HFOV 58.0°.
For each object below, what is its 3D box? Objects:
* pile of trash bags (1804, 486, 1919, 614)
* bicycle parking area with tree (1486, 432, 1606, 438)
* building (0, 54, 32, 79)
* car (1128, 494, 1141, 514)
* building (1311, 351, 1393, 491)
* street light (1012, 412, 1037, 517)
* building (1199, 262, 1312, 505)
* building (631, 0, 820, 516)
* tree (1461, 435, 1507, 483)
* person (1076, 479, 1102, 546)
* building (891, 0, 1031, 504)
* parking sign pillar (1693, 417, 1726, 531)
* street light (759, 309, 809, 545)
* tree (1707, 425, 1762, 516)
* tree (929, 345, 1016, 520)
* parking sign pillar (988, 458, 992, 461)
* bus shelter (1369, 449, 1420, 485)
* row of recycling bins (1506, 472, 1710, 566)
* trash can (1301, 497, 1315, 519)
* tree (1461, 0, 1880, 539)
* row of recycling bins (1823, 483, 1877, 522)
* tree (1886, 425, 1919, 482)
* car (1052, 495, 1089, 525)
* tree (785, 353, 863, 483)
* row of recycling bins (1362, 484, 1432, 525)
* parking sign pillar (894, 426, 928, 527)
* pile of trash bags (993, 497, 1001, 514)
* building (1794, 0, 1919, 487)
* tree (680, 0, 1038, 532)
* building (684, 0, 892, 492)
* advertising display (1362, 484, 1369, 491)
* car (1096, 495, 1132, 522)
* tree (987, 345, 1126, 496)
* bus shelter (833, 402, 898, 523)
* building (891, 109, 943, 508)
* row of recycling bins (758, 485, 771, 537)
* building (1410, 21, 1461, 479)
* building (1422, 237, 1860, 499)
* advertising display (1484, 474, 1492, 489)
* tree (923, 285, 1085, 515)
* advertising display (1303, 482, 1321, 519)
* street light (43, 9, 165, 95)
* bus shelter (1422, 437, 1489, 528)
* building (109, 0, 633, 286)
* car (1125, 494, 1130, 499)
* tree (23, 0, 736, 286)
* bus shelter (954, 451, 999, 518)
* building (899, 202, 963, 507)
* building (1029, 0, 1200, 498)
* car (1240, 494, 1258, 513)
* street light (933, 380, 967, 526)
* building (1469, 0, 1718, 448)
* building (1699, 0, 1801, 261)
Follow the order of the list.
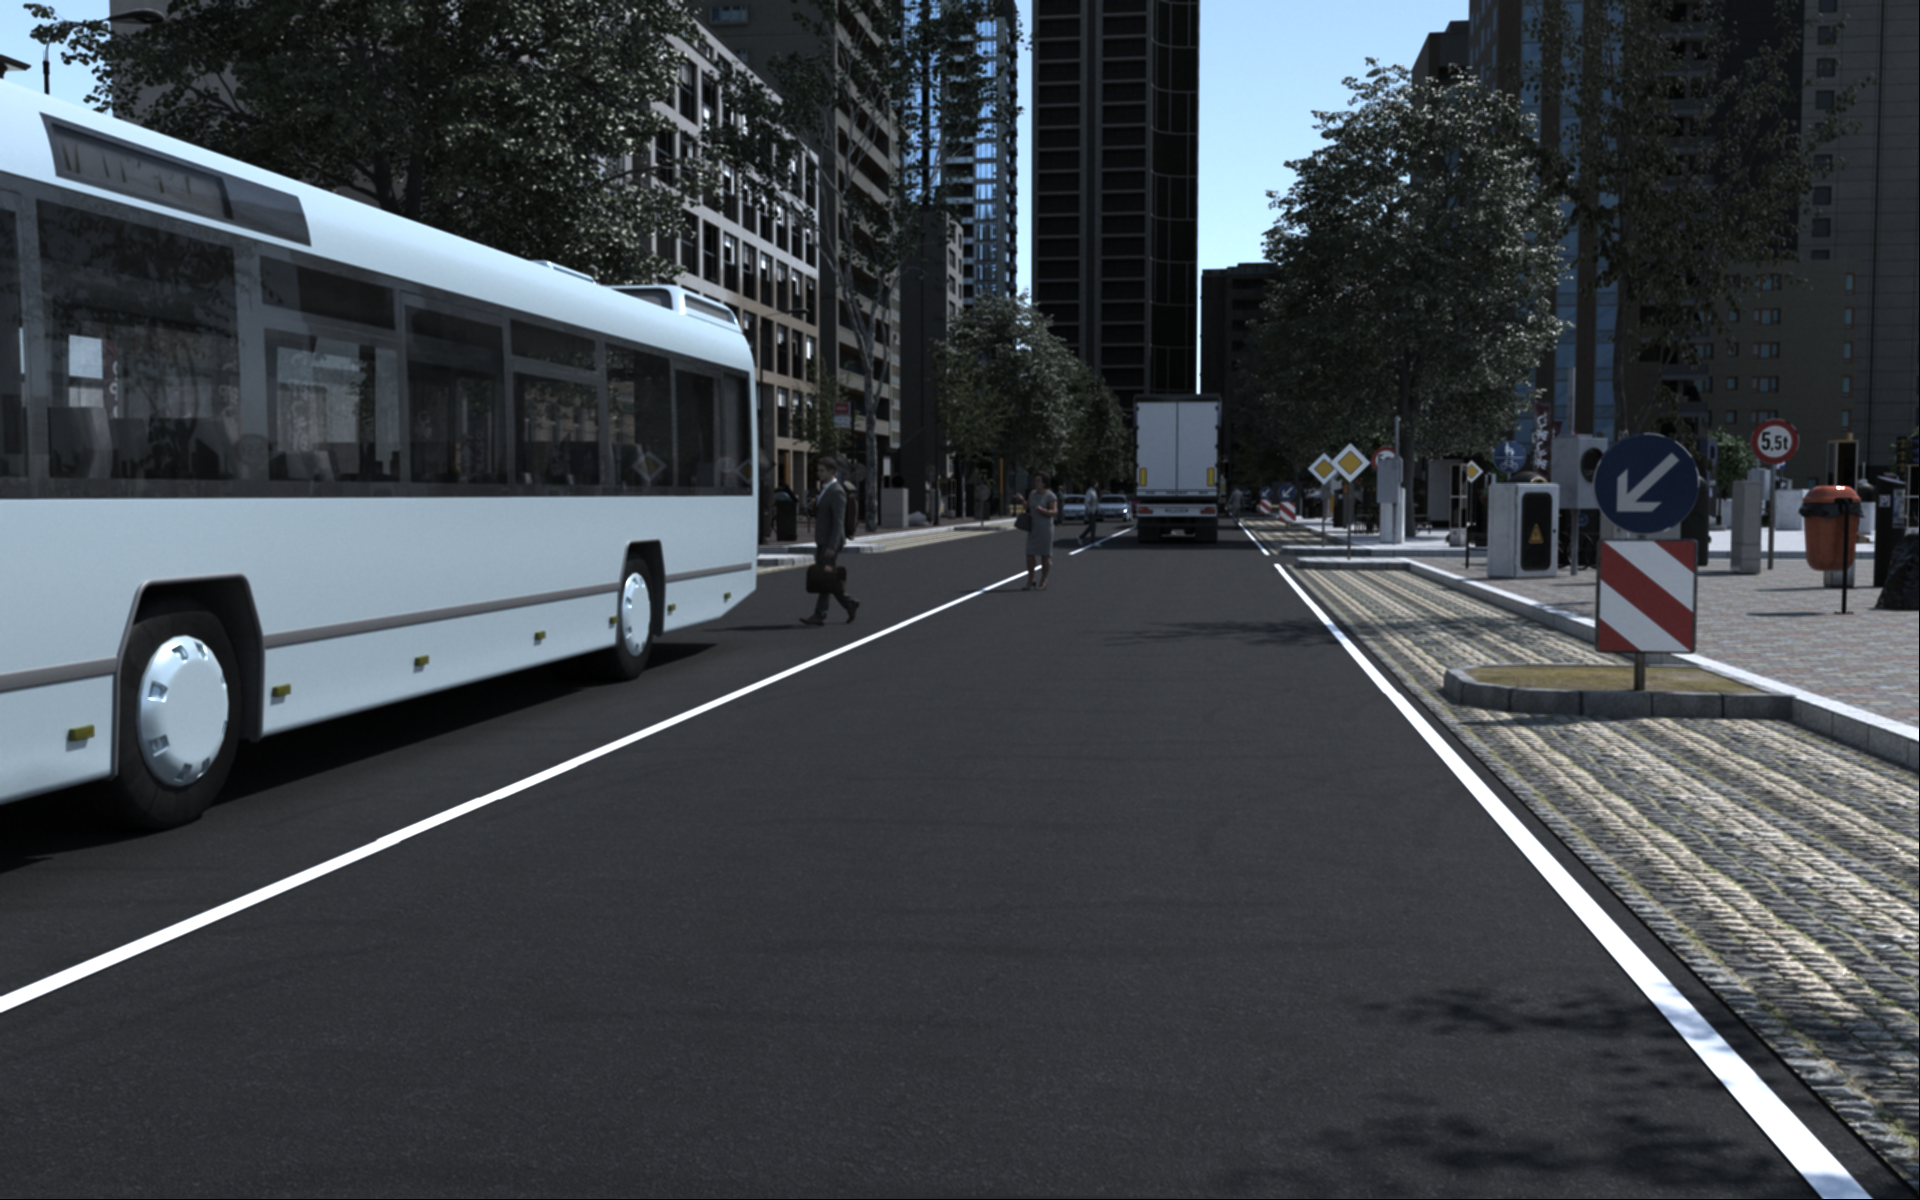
[{"bbox_3d":[10.827,-0.561,18.921,3.447,1.369,1.912,0,4,-8],"label":"pile of trash bags"},{"bbox_3d":[27.044,-5.715,80.437,8.231,4.147,9.016,1,4,19],"label":"bicycle parking area with tree"},{"bbox_3d":[-58.175,-14.685,73.382,30.059,22.955,16.112,1,4,8],"label":"building"},{"bbox_3d":[11.689,-6.326,112.469,2.155,1.783,4.494,0,4,7],"label":"car"},{"bbox_3d":[59.622,-23.116,222.987,28.899,21.520,27.650,1,4,8],"label":"building"},{"bbox_3d":[3.654,-7.696,98.370,1.470,5.913,1.316,1,4,8],"label":"street light"},{"bbox_3d":[37.351,-27.368,219.171,14.107,30.474,14.160,1,4,8],"label":"building"},{"bbox_3d":[-21.107,-17.897,97.135,19.350,26.468,34.151,1,4,8],"label":"building"},{"bbox_3d":[26.159,-6.324,87.114,4.285,4.588,4.351,0,3,0],"label":"tree"},{"bbox_3d":[3.544,-2.405,47.667,0.795,1.843,0.661,1,4,23],"label":"person"},{"bbox_3d":[-5.459,-55.887,226.416,31.000,86.520,22.319,1,4,8],"label":"building"},{"bbox_3d":[26.161,-4.424,60.797,1.447,3.967,1.447,3,5,42],"label":"parking sign pillar"},{"bbox_3d":[-4.467,-4.345,43.583,1.470,5.913,1.316,1,4,8],"label":"street light"},{"bbox_3d":[35.556,-5.939,80.822,4.285,4.588,4.351,0,3,0],"label":"tree"},{"bbox_3d":[0.317,-8.232,84.959,4.737,8.622,4.395,0,3,0],"label":"tree"},{"bbox_3d":[1.733,-7.604,112.799,1.447,3.967,1.447,1,4,12],"label":"parking sign pillar"},{"bbox_3d":[21.220,-6.592,85.409,2.179,5.291,8.768,1,4,8],"label":"bus shelter"},{"bbox_3d":[11.722,-1.495,31.561,3.534,1.692,1.069,1,4,14],"label":"row of recycling bins"},{"bbox_3d":[18.121,-4.803,90.187,0.748,1.137,0.748,0,3,0],"label":"trash can"},{"bbox_3d":[8.048,-4.269,20.154,4.360,8.622,3.978,0,3,0],"label":"tree"},{"bbox_3d":[33.009,-3.468,63.817,1.069,1.692,3.534,-1,4,-14],"label":"row of recycling bins"},{"bbox_3d":[40.214,-5.361,71.366,4.285,4.588,4.351,0,3,0],"label":"tree"},{"bbox_3d":[5.375,-4.323,82.687,2.014,1.417,4.499,0,4,7],"label":"car"},{"bbox_3d":[-6.854,-8.533,89.880,4.737,8.622,4.395,0,3,0],"label":"tree"},{"bbox_3d":[18.366,-3.986,72.289,1.069,1.692,3.534,-3,5,-42],"label":"row of recycling bins"},{"bbox_3d":[-1.992,-4.916,68.849,1.447,3.967,1.447,-3,5,-40],"label":"parking sign pillar"},{"bbox_3d":[1.702,-6.081,109.172,1.912,1.369,3.447,1,4,15],"label":"pile of trash bags"},{"bbox_3d":[90.284,-43.933,156.563,20.611,71.187,20.563,1,4,8],"label":"building"},{"bbox_3d":[-4.363,-12.332,57.515,12.611,20.169,13.585,0,3,0],"label":"tree"},{"bbox_3d":[-17.643,-31.079,131.848,21.300,48.544,21.600,1,4,8],"label":"building"},{"bbox_3d":[22.180,-5.404,93.562,0.974,1.923,0.123,1,4,17],"label":"advertising display"},{"bbox_3d":[7.999,-4.790,90.324,2.014,1.417,4.499,1,4,9],"label":"car"},{"bbox_3d":[5.429,-11.752,117.898,9.928,11.665,9.643,0,3,0],"label":"tree"},{"bbox_3d":[-4.055,-6.137,77.967,2.179,5.291,8.768,1,4,8],"label":"bus shelter"},{"bbox_3d":[-18.554,-28.366,155.668,32.217,40.220,23.993,1,4,8],"label":"building"},{"bbox_3d":[-7.275,-2.671,50.791,3.534,1.692,1.069,-1,4,-23],"label":"row of recycling bins"},{"bbox_3d":[50.647,-31.508,165.259,14.600,45.320,14.200,1,4,8],"label":"building"},{"bbox_3d":[54.393,-18.267,143.704,27.650,21.520,28.899,1,4,8],"label":"building"},{"bbox_3d":[17.318,-3.159,56.857,0.123,1.923,0.974,1,4,11],"label":"advertising display"},{"bbox_3d":[2.668,-12.135,105.065,9.857,13.997,8.962,0,3,0],"label":"tree"},{"bbox_3d":[18.475,-5.240,90.884,0.974,1.923,0.123,0,4,-4],"label":"advertising display"},{"bbox_3d":[-8.311,-2.709,16.831,1.470,5.913,1.316,1,4,8],"label":"street light"},{"bbox_3d":[18.245,-4.270,63.732,2.014,3.302,5.546,1,4,8],"label":"bus shelter"},{"bbox_3d":[-22.253,-17.356,69.679,13.634,28.700,20.117,1,4,8],"label":"building"},{"bbox_3d":[12.614,-7.018,126.549,2.131,1.459,4.920,1,4,9],"label":"car"},{"bbox_3d":[-8.334,-7.315,26.261,9.857,13.997,8.962,0,3,0],"label":"tree"},{"bbox_3d":[0.955,-6.471,97.088,1.731,3.624,6.357,1,4,8],"label":"bus shelter"},{"bbox_3d":[-7.090,-24.681,175.230,14.107,30.474,14.160,1,4,8],"label":"building"},{"bbox_3d":[20.308,-48.040,223.713,20.611,71.187,20.563,1,4,8],"label":"building"},{"bbox_3d":[21.735,-7.486,132.179,2.009,1.686,4.222,1,4,8],"label":"car"},{"bbox_3d":[-0.420,-5.993,70.523,1.470,5.913,1.316,1,4,8],"label":"street light"},{"bbox_3d":[43.969,-28.908,122.758,14.600,45.320,14.200,1,4,8],"label":"building"},{"bbox_3d":[69.706,-44.088,159.084,20.611,71.187,20.563,1,4,8],"label":"building"}]
